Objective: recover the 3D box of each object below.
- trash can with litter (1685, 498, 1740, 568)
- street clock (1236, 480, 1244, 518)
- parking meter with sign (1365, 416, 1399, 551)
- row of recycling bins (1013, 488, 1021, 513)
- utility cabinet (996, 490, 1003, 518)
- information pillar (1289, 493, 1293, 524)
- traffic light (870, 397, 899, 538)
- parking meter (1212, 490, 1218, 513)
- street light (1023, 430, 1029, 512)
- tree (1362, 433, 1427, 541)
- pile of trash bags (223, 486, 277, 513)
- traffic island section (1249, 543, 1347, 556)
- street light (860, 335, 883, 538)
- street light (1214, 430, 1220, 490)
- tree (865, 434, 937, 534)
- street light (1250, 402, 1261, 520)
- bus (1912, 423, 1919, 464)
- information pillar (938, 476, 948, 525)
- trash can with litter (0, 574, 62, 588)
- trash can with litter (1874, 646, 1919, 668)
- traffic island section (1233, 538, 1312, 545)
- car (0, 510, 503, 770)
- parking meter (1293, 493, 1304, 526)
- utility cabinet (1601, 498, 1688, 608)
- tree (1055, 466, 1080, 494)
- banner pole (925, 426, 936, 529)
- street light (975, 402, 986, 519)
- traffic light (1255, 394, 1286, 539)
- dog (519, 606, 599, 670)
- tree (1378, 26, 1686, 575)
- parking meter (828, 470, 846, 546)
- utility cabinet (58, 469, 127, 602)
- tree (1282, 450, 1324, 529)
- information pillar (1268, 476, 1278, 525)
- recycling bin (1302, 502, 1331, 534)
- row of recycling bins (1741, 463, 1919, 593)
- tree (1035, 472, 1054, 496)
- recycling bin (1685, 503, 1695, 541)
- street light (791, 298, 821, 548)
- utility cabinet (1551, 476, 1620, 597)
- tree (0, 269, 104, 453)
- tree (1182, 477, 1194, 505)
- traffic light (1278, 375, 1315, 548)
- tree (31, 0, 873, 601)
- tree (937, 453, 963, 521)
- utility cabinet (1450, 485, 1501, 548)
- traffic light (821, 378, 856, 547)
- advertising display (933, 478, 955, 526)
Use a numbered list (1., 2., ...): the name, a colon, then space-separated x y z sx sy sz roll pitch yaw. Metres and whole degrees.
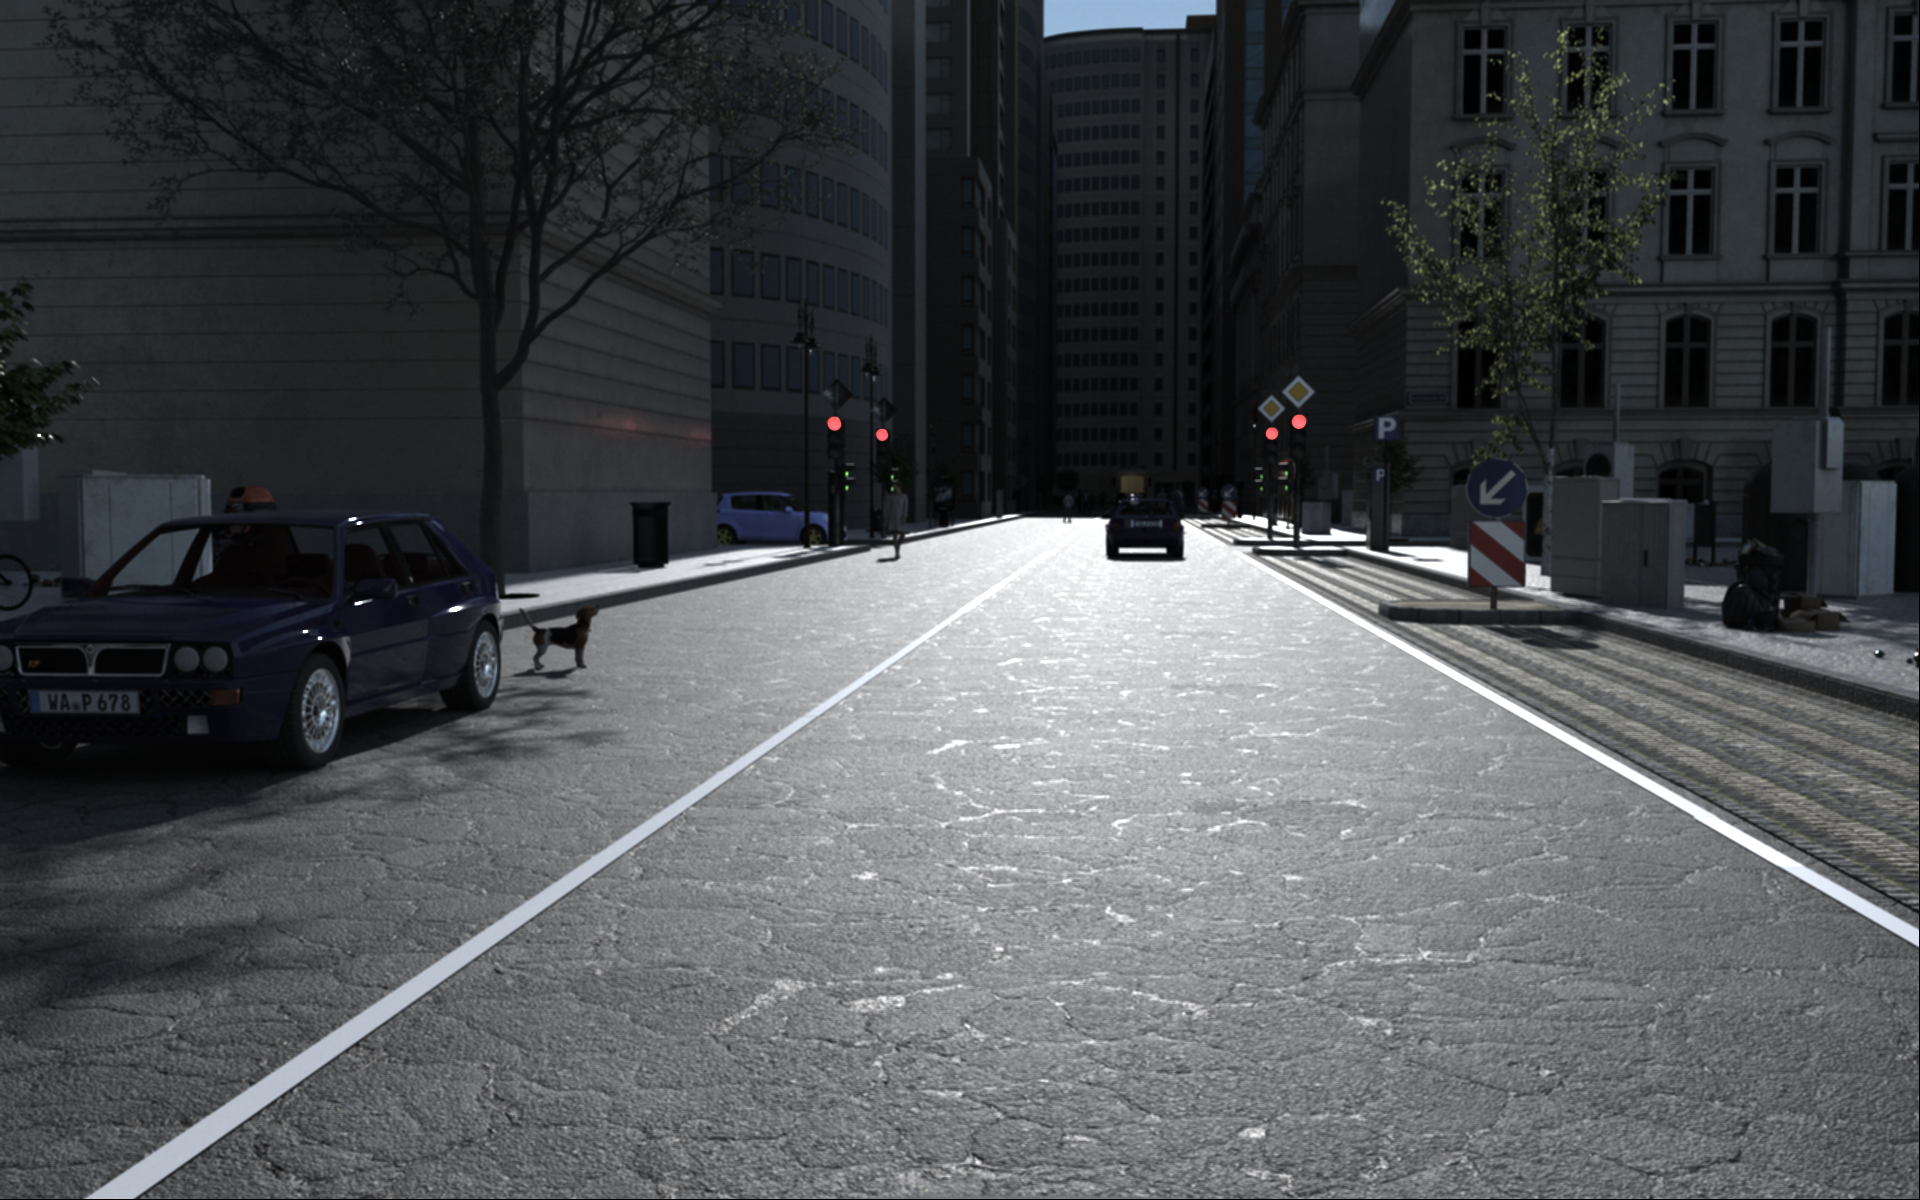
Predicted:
1. trash can with litter: 13.405 -1.207 30.793 1.678 1.210 2.233 -1 4 -14
2. street clock: 14.880 -5.353 92.094 0.471 2.002 0.358 -3 5 -41
3. parking meter with sign: 9.554 -2.643 39.470 0.543 3.016 1.738 0 4 4
4. row of recycling bins: 2.463 -6.905 120.002 3.534 1.692 1.069 0 4 3
5. utility cabinet: 2.125 -5.153 92.925 0.318 1.500 1.173 0 4 5
6. information pillar: 14.275 -5.036 73.685 0.504 3.616 0.183 -3 4 -38
7. traffic light: -2.189 -3.739 50.055 0.839 4.253 0.868 0 4 6
8. parking meter: 17.123 -6.591 116.169 0.372 1.533 0.369 0 3 0
9. street light: 4.773 -9.269 124.337 0.468 5.910 1.993 0 4 6
10. tree: 12.008 -3.247 47.684 1.663 3.219 1.824 0 3 0
11. pile of trash bags: -9.096 -0.667 20.657 3.447 1.369 1.912 3 5 41
12. traffic island section: 8.015 -1.154 41.144 2.009 0.180 2.903 0 4 6
13. street light: -2.577 -4.751 50.474 0.468 5.910 1.993 0 4 6
14. street light: 18.086 -9.150 122.396 0.468 5.910 1.993 0 4 6
15. tree: -1.992 -3.725 55.501 1.663 3.219 1.824 0 3 0
16. street light: 14.550 -6.896 85.544 0.468 5.910 1.993 0 4 6
17. bus: 31.018 -2.928 42.733 13.247 3.499 2.948 0 4 7
18. information pillar: -0.699 -4.054 70.772 0.304 2.012 0.304 -2 4 -26
19. trash can with litter: -12.513 -0.817 24.422 2.233 1.210 1.678 1 4 20
20. trash can with litter: 7.887 -0.125 13.108 1.678 1.210 2.233 3 5 42
21. traffic island section: 8.809 -1.640 49.090 2.009 0.180 2.903 0 4 6
22. car: -4.091 0.141 10.282 1.945 1.354 3.894 0 4 4
23. parking meter: 13.393 -3.848 68.618 0.399 1.863 0.255 2 4 23
24. utility cabinet: 7.837 -0.534 19.899 0.306 1.237 1.020 -1 4 -23
25. tree: 12.510 -13.362 202.174 4.285 4.588 4.351 0 3 0
26. banner pole: -1.018 -4.491 63.440 0.401 3.779 0.863 -1 4 -17
27. street light: 1.019 -7.005 87.324 0.468 5.910 1.993 0 4 6
28. traffic light: 8.770 -3.673 48.980 0.839 4.253 0.868 0 4 6
29. dog: -3.291 0.307 14.265 0.406 0.507 0.540 2 4 27
30. tree: 9.095 -4.705 27.294 4.360 8.622 3.978 0 3 0
31. parking meter: -3.052 -2.275 42.911 0.399 1.863 0.255 1 4 9
32. utility cabinet: -8.049 -0.455 16.125 0.318 1.500 1.173 -3 5 -41
33. tree: 12.809 -4.296 64.843 1.663 3.219 1.824 0 3 0
34. information pillar: 13.038 -4.139 72.161 0.304 2.012 0.304 2 4 35
35. recycling bin: 11.465 -2.640 55.714 0.722 1.027 0.722 3 4 36
36. row of recycling bins: 12.295 -0.970 22.978 3.534 1.692 1.069 0 4 7
37. tree: 7.201 -9.347 147.427 1.663 3.219 1.824 0 3 0
38. recycling bin: 20.020 -2.179 48.176 0.722 1.027 0.722 1 4 17
39. street light: -3.641 -4.177 41.085 0.468 5.910 1.993 0 4 6
40. utility cabinet: 7.843 -0.798 21.722 0.318 1.500 1.173 0 4 -7
41. tree: -7.469 -1.105 12.670 1.663 3.219 1.824 0 3 0
42. tree: 25.674 -12.350 196.525 1.663 3.219 1.824 0 3 0
43. traffic light: 7.976 -3.187 41.034 0.839 4.253 0.868 0 4 6
44. tree: -5.656 -6.769 21.043 12.009 13.543 11.850 0 3 0
45. tree: -0.650 -5.331 81.771 1.663 3.219 1.824 0 3 0
46. utility cabinet: 12.048 -1.946 40.501 0.318 1.500 1.173 -3 4 -37
47. traffic light: -2.983 -3.253 42.109 0.839 4.253 0.868 0 4 6
48. advertising display: -0.633 -3.899 68.956 0.974 1.923 0.123 2 4 35
